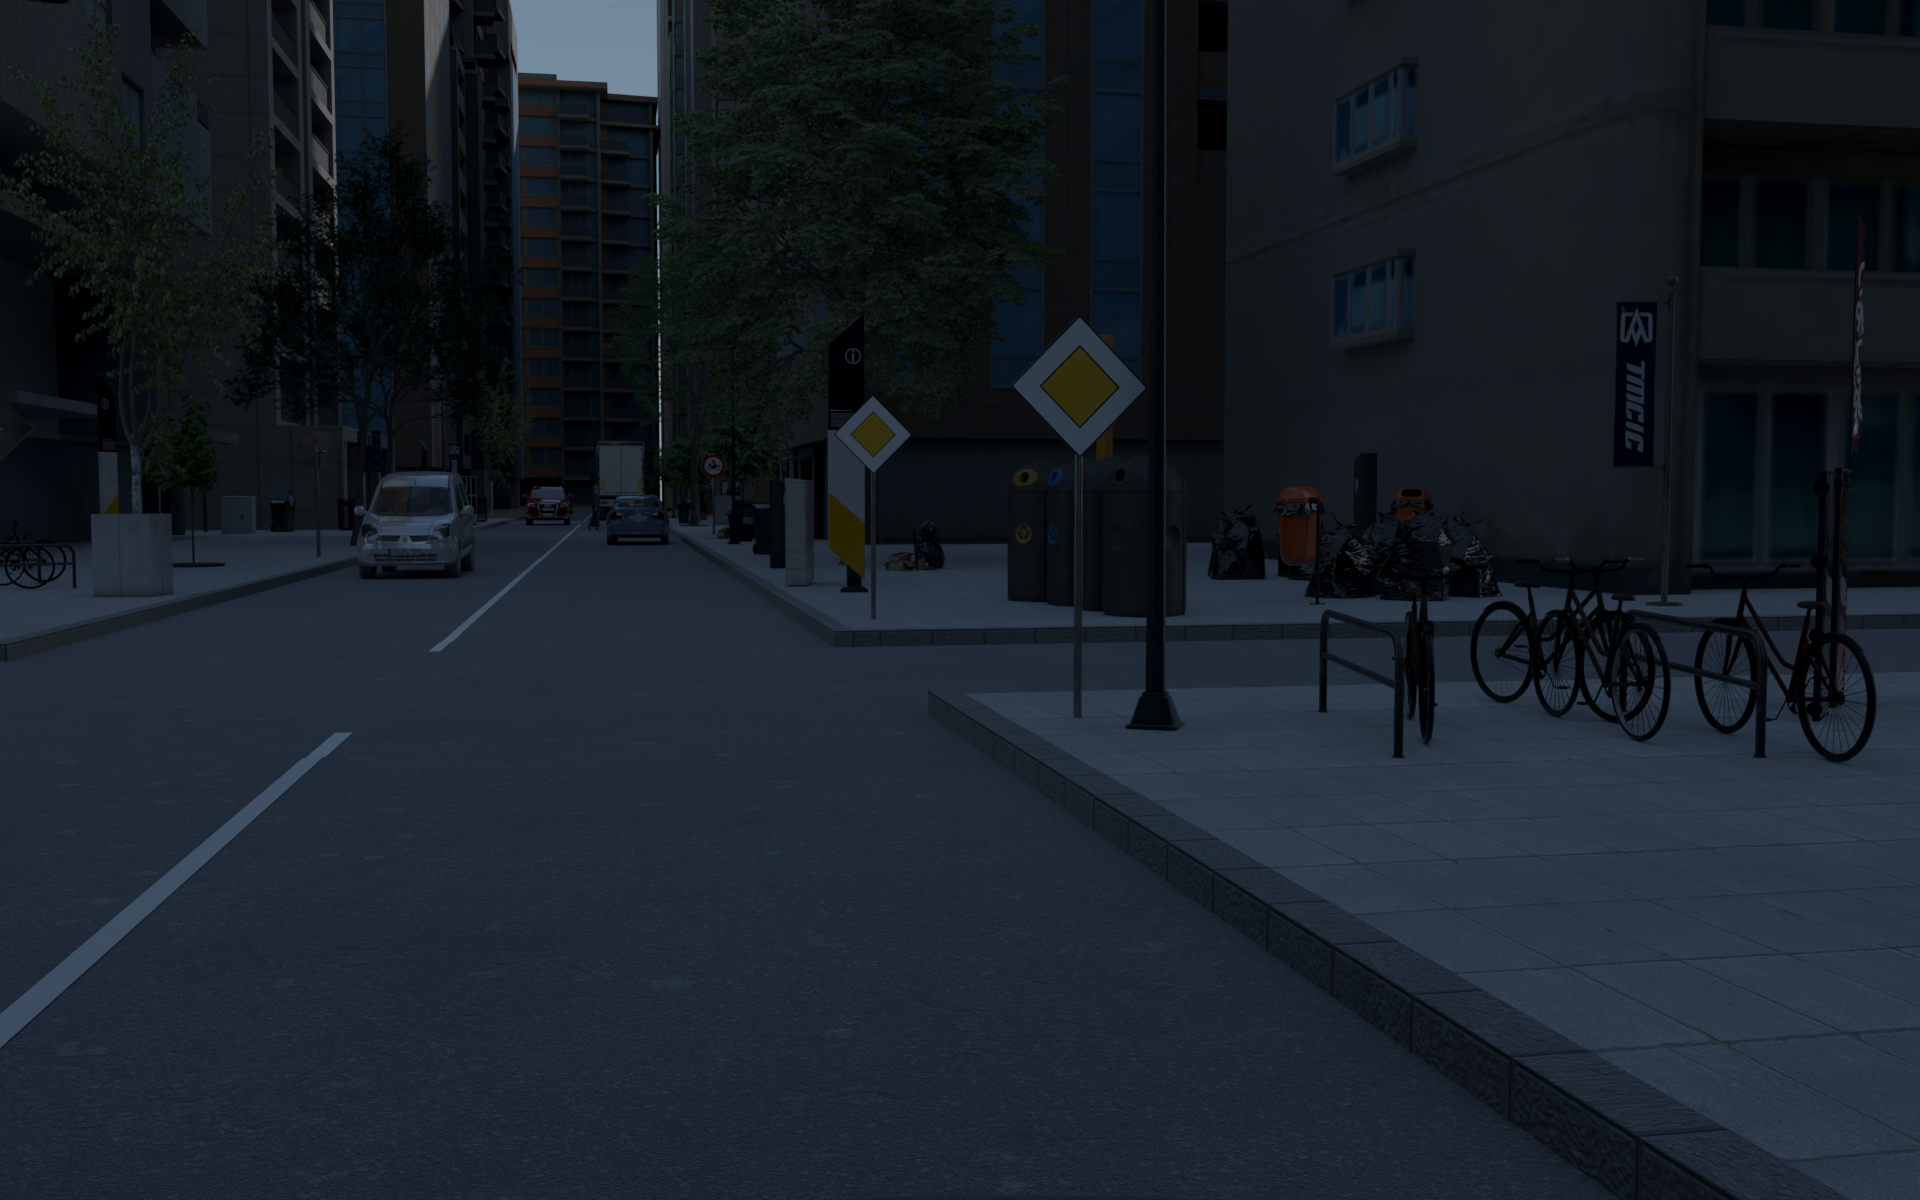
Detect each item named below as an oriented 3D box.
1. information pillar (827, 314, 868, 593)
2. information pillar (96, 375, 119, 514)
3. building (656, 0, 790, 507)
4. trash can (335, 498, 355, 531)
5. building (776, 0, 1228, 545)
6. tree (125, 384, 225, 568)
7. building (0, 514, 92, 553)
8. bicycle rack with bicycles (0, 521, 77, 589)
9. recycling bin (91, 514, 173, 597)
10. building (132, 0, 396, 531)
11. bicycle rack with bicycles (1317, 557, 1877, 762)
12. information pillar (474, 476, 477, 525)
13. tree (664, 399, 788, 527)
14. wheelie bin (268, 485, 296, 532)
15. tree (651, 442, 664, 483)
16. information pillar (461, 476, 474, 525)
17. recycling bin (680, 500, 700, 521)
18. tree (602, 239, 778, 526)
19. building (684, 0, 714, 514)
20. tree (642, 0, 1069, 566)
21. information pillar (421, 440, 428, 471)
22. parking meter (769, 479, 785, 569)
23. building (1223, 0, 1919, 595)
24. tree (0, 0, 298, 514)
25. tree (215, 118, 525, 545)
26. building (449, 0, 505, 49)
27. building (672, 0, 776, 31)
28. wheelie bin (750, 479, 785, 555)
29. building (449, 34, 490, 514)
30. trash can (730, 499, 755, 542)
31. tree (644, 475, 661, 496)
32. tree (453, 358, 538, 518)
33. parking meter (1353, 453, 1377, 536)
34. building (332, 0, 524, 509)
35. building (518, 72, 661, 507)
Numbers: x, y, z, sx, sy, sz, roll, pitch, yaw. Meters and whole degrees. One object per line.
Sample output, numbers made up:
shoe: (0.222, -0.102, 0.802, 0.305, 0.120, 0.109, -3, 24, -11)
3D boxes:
information pillar: (-1.464, -1.906, 22.520, 0.504, 3.616, 0.183, -1, 4, -12)
information pillar: (-16.851, -2.623, 34.241, 0.183, 3.616, 0.504, 0, 4, 8)
building: (-21.976, -45.788, 186.878, 20.611, 71.187, 20.563, -1, 4, -11)
trash can: (-21.563, -3.013, 60.918, 0.748, 1.137, 0.748, 0, 3, 0)
building: (2.171, -24.473, 50.237, 14.600, 45.320, 14.200, -1, 4, -11)
tree: (-13.605, -2.212, 30.770, 1.663, 3.219, 1.824, 0, 3, 0)
building: (-32.401, -27.283, 35.315, 28.713, 52.752, 27.495, -1, 4, -11)
bicycle rack with bicycles: (-13.463, -0.621, 23.543, 2.925, 0.926, 2.852, -3, 5, -40)
recycling bin: (-10.442, -0.570, 21.866, 0.722, 1.027, 0.722, 0, 4, -2)
building: (-33.962, -38.499, 67.714, 20.563, 71.187, 20.611, -1, 4, -11)
bicycle rack with bicycles: (3.149, 0.241, 9.445, 2.852, 0.926, 2.925, 0, 4, 1)
information pillar: (-20.121, -4.086, 71.300, 0.304, 2.012, 0.304, 2, 4, 30)
tree: (-7.472, -4.621, 59.269, 4.285, 4.588, 4.351, 0, 3, 0)
wheelie bin: (-22.804, -3.081, 58.279, 0.980, 1.594, 0.693, 1, 4, 8)
tree: (-13.324, -6.284, 86.460, 4.285, 4.588, 4.351, 0, 3, 0)
information pillar: (-20.136, -4.042, 70.572, 0.304, 2.012, 0.304, 1, 4, 18)
recycling bin: (-12.364, -4.084, 79.329, 0.722, 1.027, 0.722, 1, 4, 9)
tree: (-10.475, -8.757, 68.927, 9.928, 11.665, 9.643, 0, 3, 0)
building: (-8.899, -35.516, 122.686, 21.231, 58.520, 28.212, -1, 4, -11)
tree: (-1.551, -6.888, 30.754, 7.486, 12.596, 7.792, 0, 3, 0)
information pillar: (-23.313, -5.140, 75.397, 0.183, 3.616, 0.504, -3, 5, -42)
parking meter: (-3.103, -1.317, 29.939, 0.372, 1.533, 0.369, 0, 3, 0)
building: (16.707, -25.028, 32.916, 21.600, 48.544, 21.300, -1, 4, -11)
tree: (-12.675, -4.689, 27.029, 4.737, 8.622, 4.395, 0, 3, 0)
tree: (-14.704, -6.629, 42.795, 7.601, 10.594, 8.767, 0, 4, 5)
building: (-45.563, -29.026, 129.205, 22.147, 44.769, 28.867, -1, 4, -11)
building: (-16.554, -28.111, 143.217, 14.154, 41.232, 14.086, -1, 4, -11)
wheelie bin: (-4.028, -1.772, 36.886, 0.980, 1.594, 0.693, 2, 4, 25)
building: (-37.452, -20.603, 108.560, 14.160, 30.474, 14.107, -1, 4, -11)
trash can: (-5.841, -2.154, 46.877, 0.748, 1.137, 0.748, 0, 3, 0)
tree: (-28.370, -10.199, 161.350, 1.663, 3.219, 1.824, 0, 3, 0)
tree: (-24.725, -8.672, 92.146, 4.737, 8.622, 4.395, 0, 3, 0)
parking meter: (5.800, -1.168, 24.814, 0.255, 1.863, 0.399, 0, 4, -1)
building: (-46.333, -30.719, 152.361, 14.200, 45.320, 14.600, -1, 4, -11)
building: (-46.243, -32.310, 182.884, 28.867, 44.769, 22.147, -1, 4, -11)
